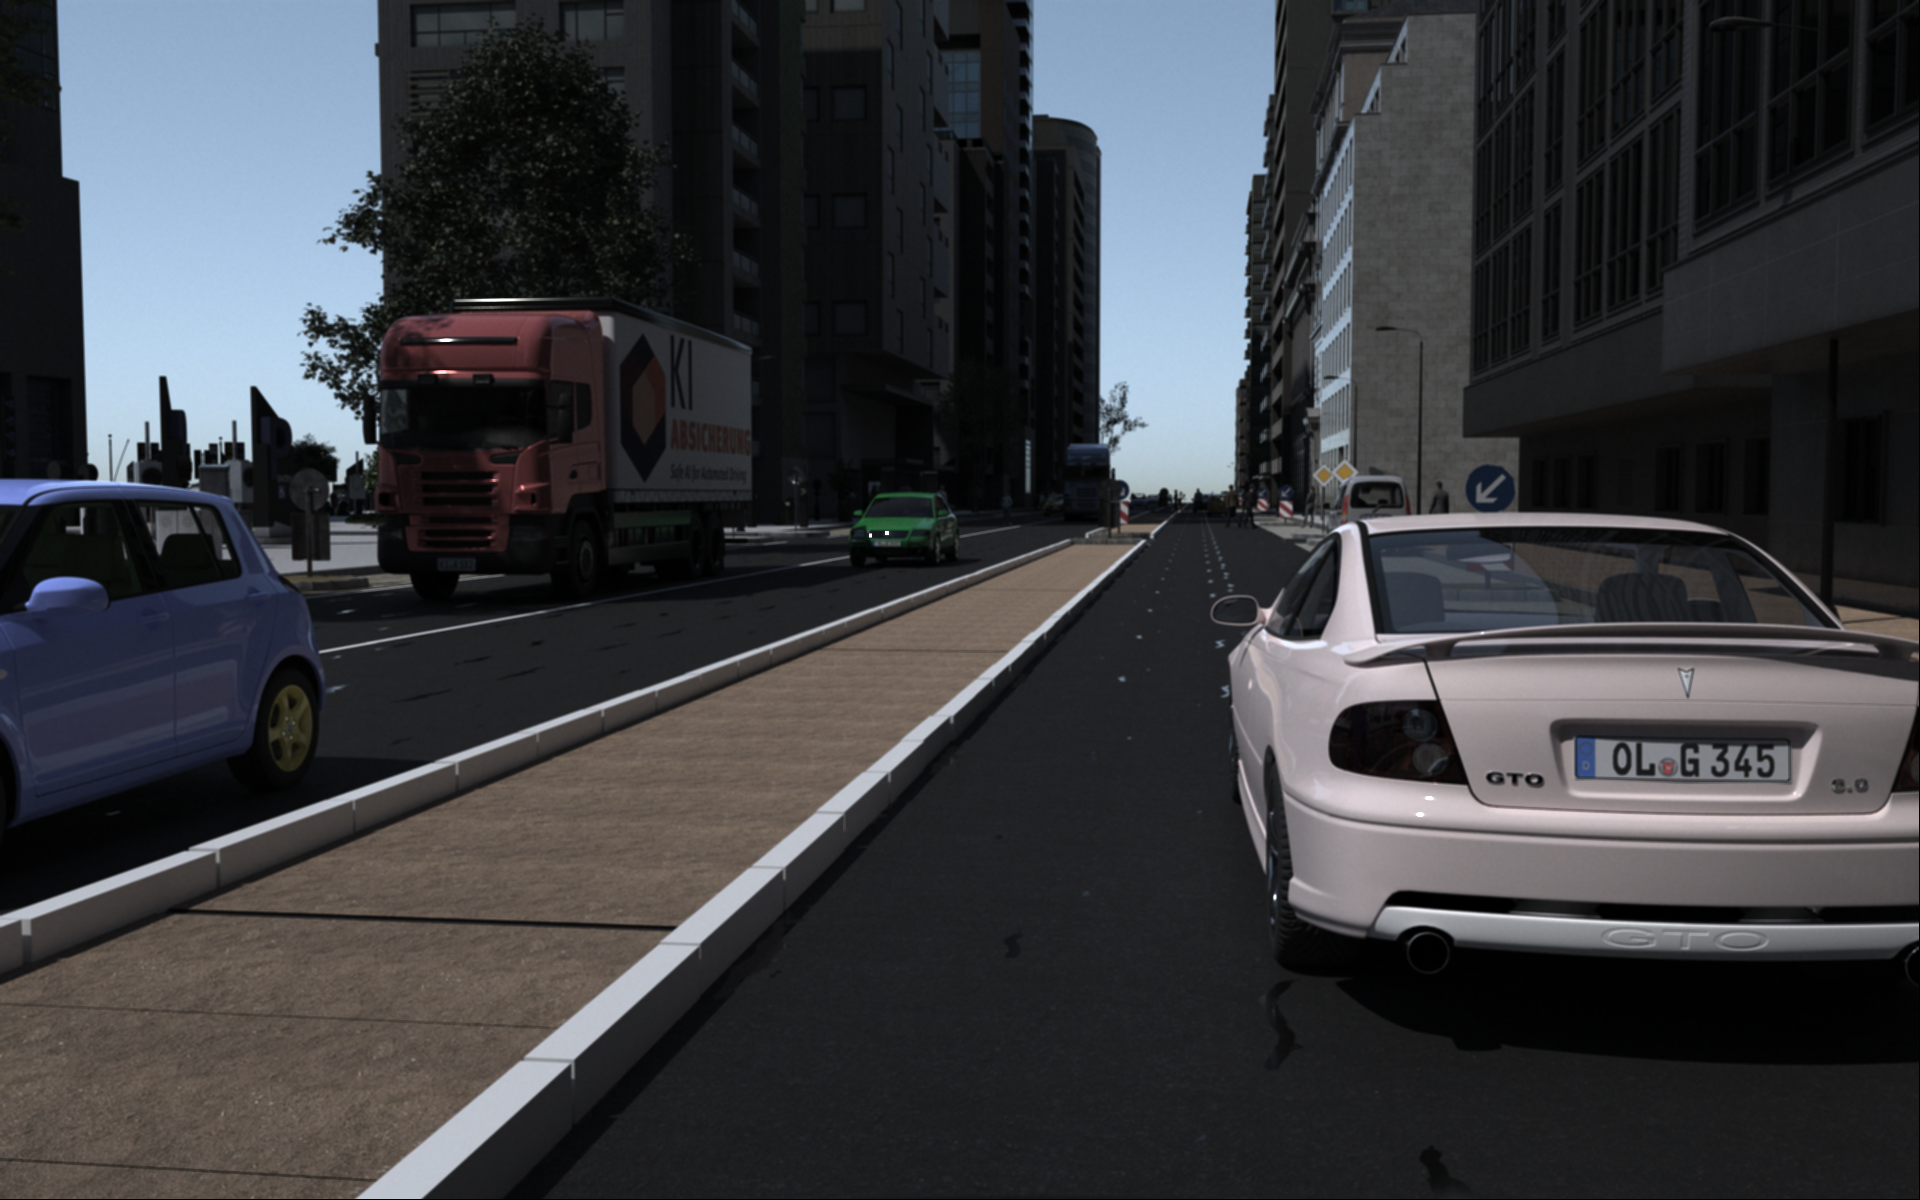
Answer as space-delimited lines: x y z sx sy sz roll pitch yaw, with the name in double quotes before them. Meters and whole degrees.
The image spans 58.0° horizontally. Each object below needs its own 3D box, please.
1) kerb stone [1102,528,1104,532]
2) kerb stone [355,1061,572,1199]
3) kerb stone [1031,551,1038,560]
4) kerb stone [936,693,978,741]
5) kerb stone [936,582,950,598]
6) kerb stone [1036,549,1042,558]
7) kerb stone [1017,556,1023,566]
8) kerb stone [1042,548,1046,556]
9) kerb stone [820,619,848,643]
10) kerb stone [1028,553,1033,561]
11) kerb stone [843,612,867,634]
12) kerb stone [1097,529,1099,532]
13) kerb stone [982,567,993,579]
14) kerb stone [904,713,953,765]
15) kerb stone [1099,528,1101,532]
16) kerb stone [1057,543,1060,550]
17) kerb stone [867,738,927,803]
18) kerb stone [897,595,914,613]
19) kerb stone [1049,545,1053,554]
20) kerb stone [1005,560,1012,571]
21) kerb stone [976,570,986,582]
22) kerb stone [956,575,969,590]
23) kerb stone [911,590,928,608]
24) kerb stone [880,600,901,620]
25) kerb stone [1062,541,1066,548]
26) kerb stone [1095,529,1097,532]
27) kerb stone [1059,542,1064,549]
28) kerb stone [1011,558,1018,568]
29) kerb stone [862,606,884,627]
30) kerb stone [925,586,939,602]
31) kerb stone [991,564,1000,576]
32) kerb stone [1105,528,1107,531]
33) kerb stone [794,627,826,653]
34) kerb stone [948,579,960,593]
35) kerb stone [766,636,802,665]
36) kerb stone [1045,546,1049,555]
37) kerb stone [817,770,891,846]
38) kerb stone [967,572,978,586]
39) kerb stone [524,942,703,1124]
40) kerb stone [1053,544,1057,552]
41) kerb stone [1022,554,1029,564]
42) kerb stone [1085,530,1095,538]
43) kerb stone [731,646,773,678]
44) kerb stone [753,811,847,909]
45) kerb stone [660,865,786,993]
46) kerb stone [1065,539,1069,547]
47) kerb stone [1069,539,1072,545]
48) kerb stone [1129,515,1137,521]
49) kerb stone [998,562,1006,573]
"kerb stone" 5.067 -2.509 63.225 0.120 0.150 1.000 0 4 8
"kerb stone" -1.003 1.148 3.421 0.120 0.150 1.000 0 4 8
"kerb stone" 1.510 -0.919 37.254 0.120 0.150 1.000 0 4 8
"kerb stone" -0.029 0.713 10.531 0.120 0.150 1.000 0 4 8
"kerb stone" -0.309 -0.112 24.029 0.120 0.150 1.000 0 4 8
"kerb stone" 1.647 -0.983 38.274 0.120 0.150 1.000 0 4 8
"kerb stone" 1.093 -0.735 34.206 0.120 0.150 1.000 0 4 8
"kerb stone" 1.788 -1.046 39.303 0.120 0.150 1.000 0 4 8
"kerb stone" -1.279 0.324 16.912 0.120 0.150 1.000 0 4 8
"kerb stone" 1.363 -0.859 36.242 0.120 0.150 1.000 0 4 8
"kerb stone" -1.138 0.261 17.931 0.120 0.150 1.000 0 4 8
"kerb stone" 4.657 -2.323 60.180 0.120 0.150 1.000 0 4 8
"kerb stone" 0.390 -0.423 29.111 0.120 0.150 1.000 0 4 8
"kerb stone" -0.183 0.775 9.520 0.120 0.150 1.000 0 4 8
"kerb stone" 4.789 -2.385 61.194 0.120 0.150 1.000 0 4 8
"kerb stone" 2.343 -1.295 43.373 0.120 0.150 1.000 0 4 8
"kerb stone" -0.313 0.837 8.504 0.120 0.150 1.000 0 4 8
"kerb stone" -0.724 0.075 20.974 0.120 0.150 1.000 0 4 8
"kerb stone" 2.065 -1.167 41.329 0.120 0.150 1.000 0 4 8
"kerb stone" 0.811 -0.610 32.169 0.120 0.150 1.000 0 4 8
"kerb stone" 0.253 -0.352 28.087 0.120 0.150 1.000 0 4 8
"kerb stone" -0.031 -0.236 26.059 0.120 0.150 1.000 0 4 8
"kerb stone" -0.581 0.012 21.994 0.120 0.150 1.000 0 4 8
"kerb stone" -0.856 0.137 19.960 0.120 0.150 1.000 0 4 8
"kerb stone" 2.628 -1.415 45.398 0.120 0.150 1.000 0 4 8
"kerb stone" 4.514 -2.260 59.151 0.120 0.150 1.000 0 4 8
"kerb stone" 2.492 -1.355 44.384 0.120 0.150 1.000 0 4 8
"kerb stone" 0.951 -0.673 33.193 0.120 0.150 1.000 0 4 8
"kerb stone" -1.004 0.199 18.945 0.120 0.150 1.000 0 4 8
"kerb stone" -0.440 -0.050 23.015 0.120 0.150 1.000 0 4 8
"kerb stone" 0.529 -0.485 30.132 0.120 0.150 1.000 0 4 8
"kerb stone" 5.345 -2.631 65.266 0.120 0.150 1.000 0 4 8
"kerb stone" -1.418 0.385 15.897 0.120 0.150 1.000 0 4 8
"kerb stone" -0.165 -0.174 25.041 0.120 0.150 1.000 0 4 8
"kerb stone" -1.554 0.447 14.884 0.120 0.150 1.000 0 4 8
"kerb stone" 1.922 -1.108 40.317 0.120 0.150 1.000 0 4 8
"kerb stone" -0.457 0.899 7.491 0.120 0.150 1.000 0 4 8
"kerb stone" 0.116 -0.298 27.073 0.120 0.150 1.000 0 4 8
"kerb stone" -0.866 1.086 4.434 0.120 0.150 1.000 0 4 8
"kerb stone" 2.215 -1.233 42.349 0.120 0.150 1.000 0 4 8
"kerb stone" 1.234 -0.797 35.228 0.120 0.150 1.000 0 4 8
"kerb stone" 4.371 -2.198 58.130 0.120 0.150 1.000 0 4 8
"kerb stone" -1.698 0.509 13.869 0.120 0.150 1.000 0 4 8
"kerb stone" -0.592 0.962 6.461 0.120 0.150 1.000 0 4 8
"kerb stone" -0.732 1.024 5.448 0.120 0.150 1.000 0 4 8
"kerb stone" 2.765 -1.481 46.411 0.120 0.150 1.000 0 4 8
"kerb stone" 2.901 -1.543 47.426 0.120 0.150 1.000 0 4 8
"kerb stone" 9.653 -4.559 96.732 0.120 0.150 1.000 0 4 8
"kerb stone" 0.670 -0.548 31.147 0.120 0.150 1.000 0 4 8
